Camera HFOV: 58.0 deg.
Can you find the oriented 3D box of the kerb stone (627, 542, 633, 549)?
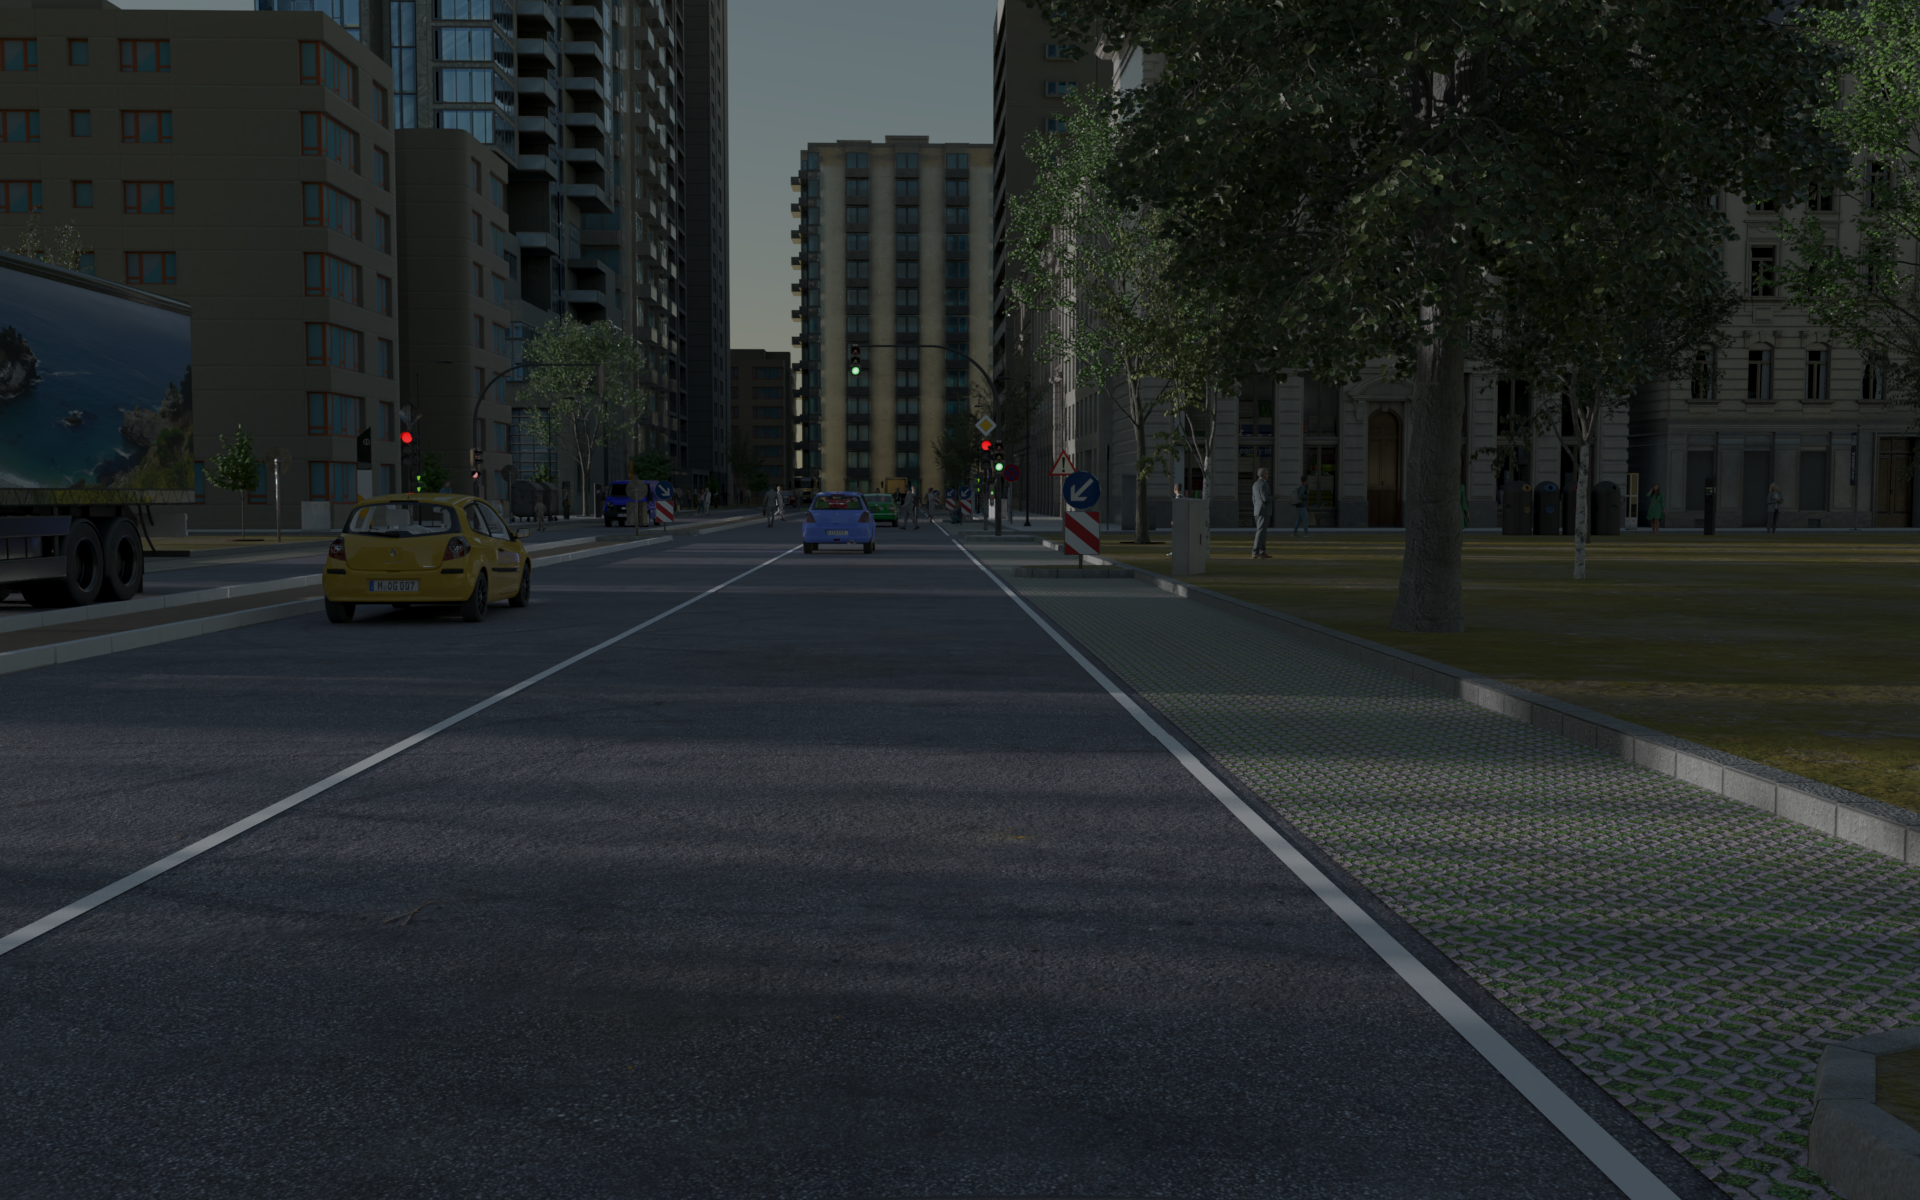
[{"bbox_3d":[-8.672,-1.378,44.846,0.120,0.150,1.000,0,4,-2],"label":"kerb stone"}]

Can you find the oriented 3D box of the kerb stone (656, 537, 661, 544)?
[{"bbox_3d":[-8.832,-1.700,49.983,0.120,0.150,1.000,0,4,-2],"label":"kerb stone"}]

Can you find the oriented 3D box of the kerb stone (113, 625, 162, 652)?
[{"bbox_3d":[-7.738,0.370,16.150,0.120,0.150,1.000,0,4,-2],"label":"kerb stone"}]

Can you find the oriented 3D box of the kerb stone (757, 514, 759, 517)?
[{"bbox_3d":[-12.799,-5.237,107.825,0.120,0.150,1.000,0,4,-2],"label":"kerb stone"}]

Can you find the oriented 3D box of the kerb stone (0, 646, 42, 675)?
[{"bbox_3d":[-7.682,0.495,14.105,0.120,0.150,1.000,0,4,-2],"label":"kerb stone"}]

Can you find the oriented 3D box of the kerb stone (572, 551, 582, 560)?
[{"bbox_3d":[-8.433,-0.945,37.648,0.120,0.150,1.000,0,4,-2],"label":"kerb stone"}]

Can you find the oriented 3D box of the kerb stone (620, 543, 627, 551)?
[{"bbox_3d":[-8.630,-1.322,43.813,0.120,0.150,1.000,0,4,-2],"label":"kerb stone"}]

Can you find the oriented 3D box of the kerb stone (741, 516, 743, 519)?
[{"bbox_3d":[-12.468,-4.610,97.569,0.120,0.150,1.000,0,4,-2],"label":"kerb stone"}]

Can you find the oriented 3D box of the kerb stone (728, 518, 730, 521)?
[{"bbox_3d":[-12.233,-4.172,90.410,0.120,0.150,1.000,0,4,-2],"label":"kerb stone"}]

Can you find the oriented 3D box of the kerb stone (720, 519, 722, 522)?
[{"bbox_3d":[-12.104,-3.921,86.303,0.120,0.150,1.000,0,4,-2],"label":"kerb stone"}]

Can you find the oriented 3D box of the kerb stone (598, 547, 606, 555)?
[{"bbox_3d":[-8.532,-1.135,40.745,0.120,0.150,1.000,0,4,-2],"label":"kerb stone"}]

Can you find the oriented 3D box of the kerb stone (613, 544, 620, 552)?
[{"bbox_3d":[-8.598,-1.257,42.788,0.120,0.150,1.000,0,4,-2],"label":"kerb stone"}]

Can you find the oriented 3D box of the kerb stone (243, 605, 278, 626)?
[{"bbox_3d":[-7.844,0.182,19.220,0.120,0.150,1.000,0,4,-2],"label":"kerb stone"}]

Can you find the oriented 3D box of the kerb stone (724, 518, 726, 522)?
[{"bbox_3d":[-12.171,-4.046,88.346,0.120,0.150,1.000,0,4,-2],"label":"kerb stone"}]

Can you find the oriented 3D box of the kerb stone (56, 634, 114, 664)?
[{"bbox_3d":[-7.704,0.433,15.129,0.120,0.150,1.000,0,4,-2],"label":"kerb stone"}]

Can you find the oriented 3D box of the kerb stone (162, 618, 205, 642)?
[{"bbox_3d":[-7.776,0.308,17.171,0.120,0.150,1.000,0,4,-2],"label":"kerb stone"}]

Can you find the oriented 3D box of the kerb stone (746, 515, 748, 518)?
[{"bbox_3d":[-12.563,-4.798,100.639,0.120,0.150,1.000,0,4,-2],"label":"kerb stone"}]

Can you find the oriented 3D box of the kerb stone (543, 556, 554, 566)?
[{"bbox_3d":[-8.329,-0.757,34.579,0.120,0.150,1.000,0,4,-2],"label":"kerb stone"}]

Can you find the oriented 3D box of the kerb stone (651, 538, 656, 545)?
[{"bbox_3d":[-8.794,-1.636,48.961,0.120,0.150,1.000,0,4,-2],"label":"kerb stone"}]

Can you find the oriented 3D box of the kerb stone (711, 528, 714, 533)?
[{"bbox_3d":[-9.280,-2.547,63.837,0.120,0.150,1.000,0,4,-2],"label":"kerb stone"}]

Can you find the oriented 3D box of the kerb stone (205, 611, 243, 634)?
[{"bbox_3d":[-7.812,0.248,18.198,0.120,0.150,1.000,0,4,-2],"label":"kerb stone"}]

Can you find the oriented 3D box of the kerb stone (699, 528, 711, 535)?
[{"bbox_3d":[-9.252,-2.483,62.799,0.120,0.150,1.000,0,4,-2],"label":"kerb stone"}]

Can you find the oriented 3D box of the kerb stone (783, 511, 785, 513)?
[{"bbox_3d":[-13.562,-6.676,131.347,0.120,0.150,1.000,0,4,-2],"label":"kerb stone"}]

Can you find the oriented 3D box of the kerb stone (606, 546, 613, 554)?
[{"bbox_3d":[-8.570,-1.196,41.766,0.120,0.150,1.000,0,4,-2],"label":"kerb stone"}]

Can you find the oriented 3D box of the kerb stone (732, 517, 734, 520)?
[{"bbox_3d":[-12.304,-4.292,92.458,0.120,0.150,1.000,0,4,-2],"label":"kerb stone"}]

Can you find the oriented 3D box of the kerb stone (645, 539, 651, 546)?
[{"bbox_3d":[-8.770,-1.574,47.935,0.120,0.150,1.000,0,4,-2],"label":"kerb stone"}]

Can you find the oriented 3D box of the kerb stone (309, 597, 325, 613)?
[{"bbox_3d":[-7.904,0.062,21.269,0.120,0.150,1.000,0,4,-2],"label":"kerb stone"}]

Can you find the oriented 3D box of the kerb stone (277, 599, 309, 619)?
[{"bbox_3d":[-7.874,0.119,20.247,0.120,0.150,1.000,0,4,-2],"label":"kerb stone"}]

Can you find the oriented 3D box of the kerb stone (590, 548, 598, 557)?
[{"bbox_3d":[-8.504,-1.071,39.705,0.120,0.150,1.000,0,4,-2],"label":"kerb stone"}]

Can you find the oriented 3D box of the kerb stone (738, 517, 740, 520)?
[{"bbox_3d":[-12.405,-4.485,95.525,0.120,0.150,1.000,0,4,-2],"label":"kerb stone"}]

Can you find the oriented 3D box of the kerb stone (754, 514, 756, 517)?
[{"bbox_3d":[-12.734,-5.112,105.768,0.120,0.150,1.000,0,4,-2],"label":"kerb stone"}]

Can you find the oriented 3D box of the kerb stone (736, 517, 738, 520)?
[{"bbox_3d":[-12.374,-4.421,94.502,0.120,0.150,1.000,0,4,-2],"label":"kerb stone"}]

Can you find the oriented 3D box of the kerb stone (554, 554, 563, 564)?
[{"bbox_3d":[-8.374,-0.820,35.600,0.120,0.150,1.000,0,4,-2],"label":"kerb stone"}]

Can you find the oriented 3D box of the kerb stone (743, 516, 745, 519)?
[{"bbox_3d":[-12.507,-4.671,98.591,0.120,0.150,1.000,0,4,-2],"label":"kerb stone"}]

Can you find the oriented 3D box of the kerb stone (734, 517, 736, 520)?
[{"bbox_3d":[-12.335,-4.360,93.480,0.120,0.150,1.000,0,4,-2],"label":"kerb stone"}]

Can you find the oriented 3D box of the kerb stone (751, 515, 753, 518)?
[{"bbox_3d":[-12.668,-4.986,103.725,0.120,0.150,1.000,0,4,-2],"label":"kerb stone"}]

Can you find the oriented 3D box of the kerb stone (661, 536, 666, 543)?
[{"bbox_3d":[-8.869,-1.762,51.008,0.120,0.150,1.000,0,4,-2],"label":"kerb stone"}]

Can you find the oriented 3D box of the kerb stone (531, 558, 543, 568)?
[{"bbox_3d":[-8.301,-0.695,33.551,0.120,0.150,1.000,0,4,-2],"label":"kerb stone"}]

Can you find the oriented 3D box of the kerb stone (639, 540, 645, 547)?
[{"bbox_3d":[-8.737,-1.512,46.909,0.120,0.150,1.000,0,4,-2],"label":"kerb stone"}]

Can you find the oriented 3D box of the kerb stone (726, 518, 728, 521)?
[{"bbox_3d":[-12.209,-4.108,89.371,0.120,0.150,1.000,0,4,-2],"label":"kerb stone"}]

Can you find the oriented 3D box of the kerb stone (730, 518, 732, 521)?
[{"bbox_3d":[-12.279,-4.235,91.431,0.120,0.150,1.000,0,4,-2],"label":"kerb stone"}]

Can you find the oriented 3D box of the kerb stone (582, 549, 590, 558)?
[{"bbox_3d":[-8.467,-1.007,38.673,0.120,0.150,1.000,0,4,-2],"label":"kerb stone"}]

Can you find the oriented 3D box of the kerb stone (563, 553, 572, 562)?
[{"bbox_3d":[-8.407,-0.879,36.622,0.120,0.150,1.000,0,4,-2],"label":"kerb stone"}]

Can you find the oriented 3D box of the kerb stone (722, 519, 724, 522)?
[{"bbox_3d":[-12.137,-3.976,87.325,0.120,0.150,1.000,0,4,-2],"label":"kerb stone"}]

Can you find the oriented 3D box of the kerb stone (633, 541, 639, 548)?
[{"bbox_3d":[-8.703,-1.447,45.879,0.120,0.150,1.000,0,4,-2],"label":"kerb stone"}]

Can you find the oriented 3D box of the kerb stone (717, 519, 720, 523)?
[{"bbox_3d":[-12.072,-3.858,85.281,0.120,0.150,1.000,0,4,-2],"label":"kerb stone"}]

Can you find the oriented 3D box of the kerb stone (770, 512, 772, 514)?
[{"bbox_3d":[-13.159,-5.925,119.078,0.120,0.150,1.000,0,4,-2],"label":"kerb stone"}]

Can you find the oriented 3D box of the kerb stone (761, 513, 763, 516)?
[{"bbox_3d":[-12.898,-5.425,110.897,0.120,0.150,1.000,0,4,-2],"label":"kerb stone"}]

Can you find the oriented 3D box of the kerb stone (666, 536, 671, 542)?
[{"bbox_3d":[-8.895,-1.817,52.030,0.120,0.150,1.000,0,4,-2],"label":"kerb stone"}]

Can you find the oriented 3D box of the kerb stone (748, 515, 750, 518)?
[{"bbox_3d":[-12.605,-4.858,101.668,0.120,0.150,1.000,0,4,-2],"label":"kerb stone"}]

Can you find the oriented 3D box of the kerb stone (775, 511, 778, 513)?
[{"bbox_3d":[-13.327,-6.238,124.187,0.120,0.150,1.000,0,4,-2],"label":"kerb stone"}]
